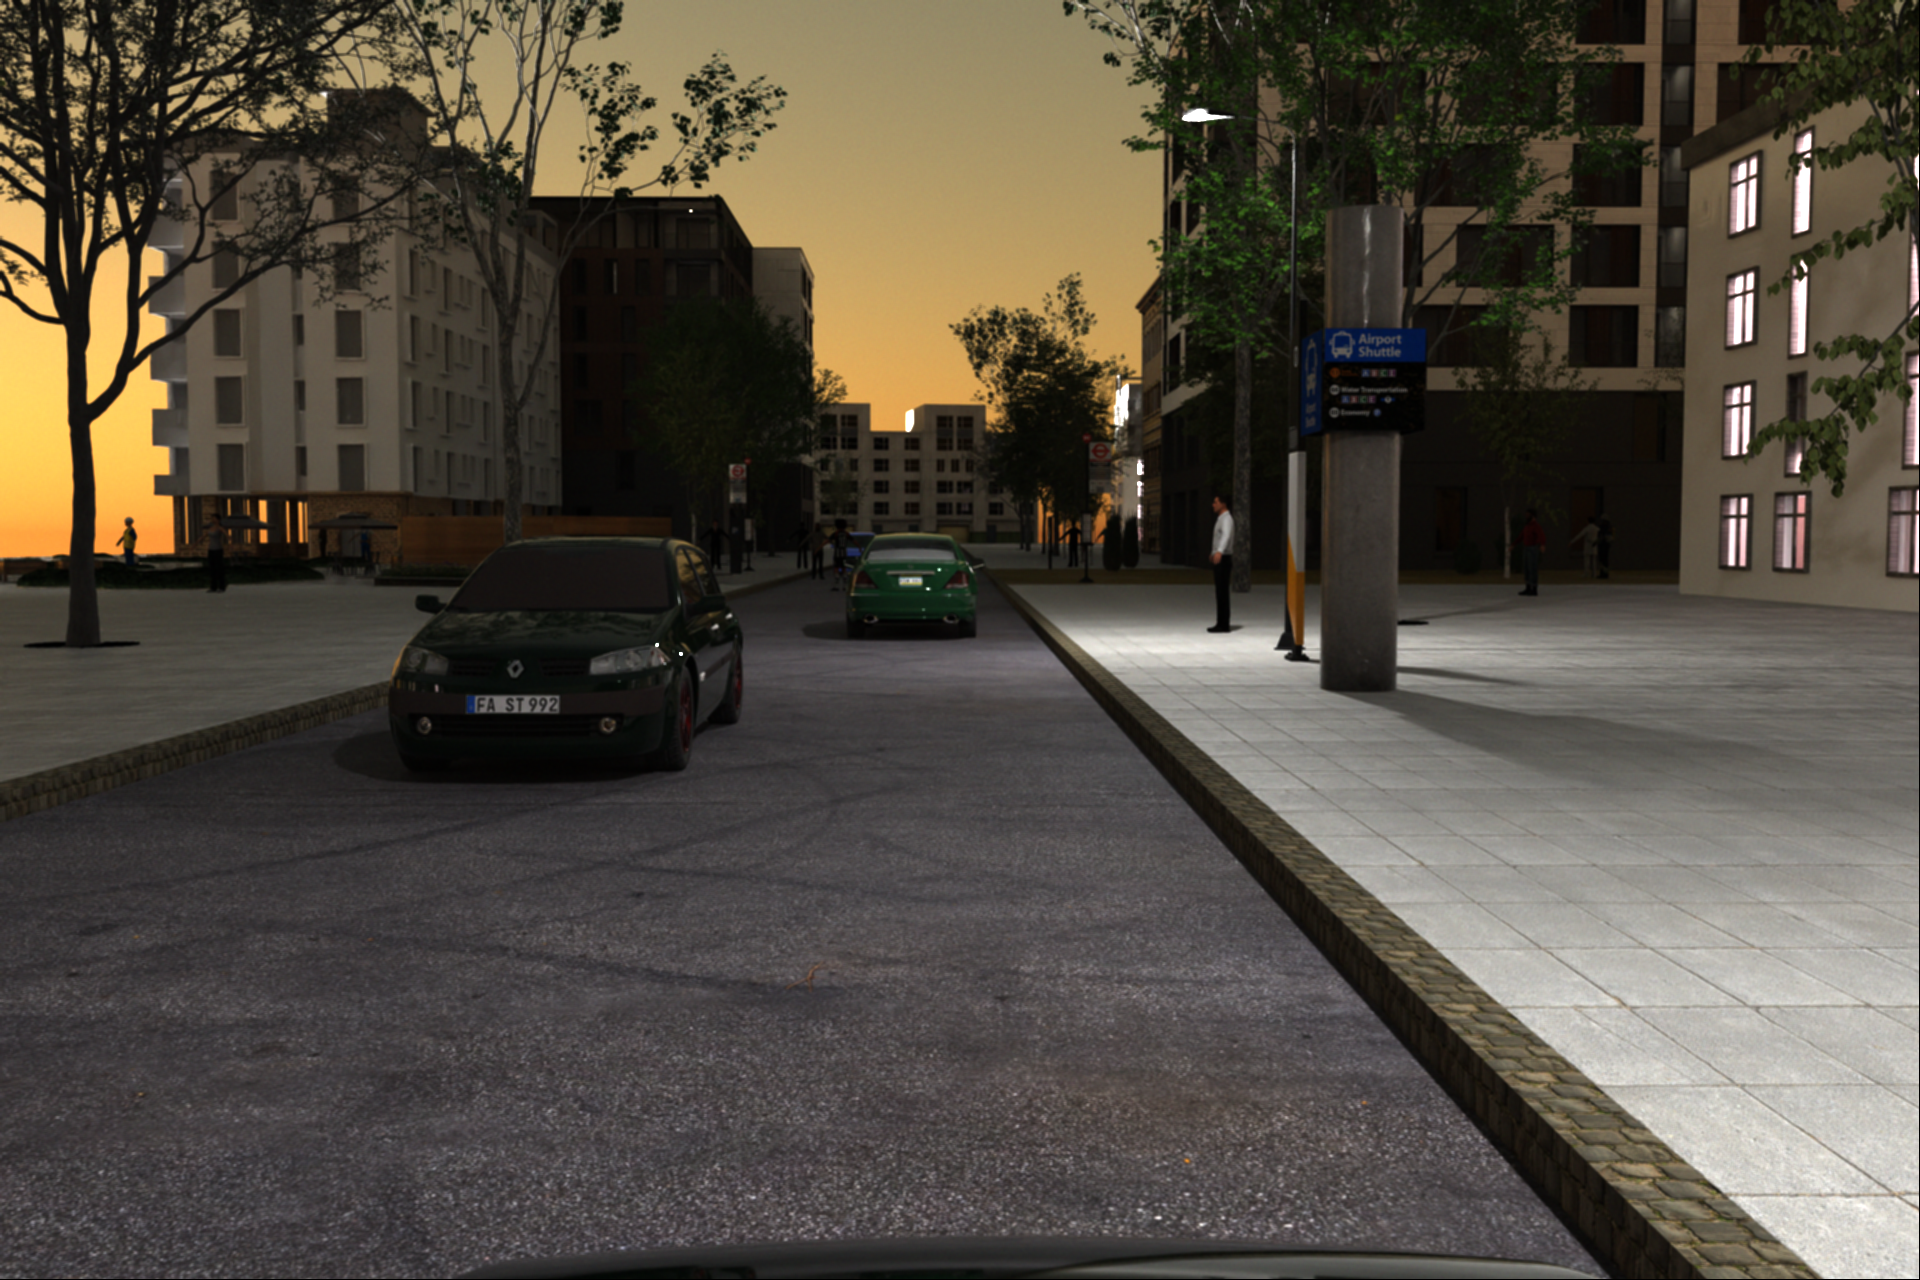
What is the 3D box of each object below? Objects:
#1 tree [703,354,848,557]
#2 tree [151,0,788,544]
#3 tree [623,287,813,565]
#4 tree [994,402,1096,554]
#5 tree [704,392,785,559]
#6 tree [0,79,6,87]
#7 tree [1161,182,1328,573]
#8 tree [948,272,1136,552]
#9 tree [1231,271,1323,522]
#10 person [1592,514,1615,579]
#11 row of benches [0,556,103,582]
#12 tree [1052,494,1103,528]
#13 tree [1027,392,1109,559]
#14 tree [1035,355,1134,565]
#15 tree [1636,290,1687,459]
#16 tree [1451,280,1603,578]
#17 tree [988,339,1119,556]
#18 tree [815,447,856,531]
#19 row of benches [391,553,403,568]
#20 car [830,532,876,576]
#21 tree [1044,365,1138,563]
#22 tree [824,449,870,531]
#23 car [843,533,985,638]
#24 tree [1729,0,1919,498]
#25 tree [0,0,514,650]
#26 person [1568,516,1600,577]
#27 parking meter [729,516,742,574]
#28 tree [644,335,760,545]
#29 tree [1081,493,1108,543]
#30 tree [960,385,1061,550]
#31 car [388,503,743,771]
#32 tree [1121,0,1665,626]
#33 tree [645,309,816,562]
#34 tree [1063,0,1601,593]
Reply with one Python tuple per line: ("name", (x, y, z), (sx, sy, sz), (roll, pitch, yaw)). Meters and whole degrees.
("tree", (-10.426, -10.468, 96.911), (9.928, 11.665, 9.643), (0, 3, 0))
("tree", (-9.861, -11.023, 36.118), (12.611, 20.169, 13.585), (0, 3, 0))
("tree", (-10.134, -8.934, 71.833), (9.928, 11.665, 9.643), (0, 3, 0))
("tree", (5.672, -10.805, 111.070), (7.601, 10.594, 8.767), (-2, 4, -32))
("tree", (-10.629, -8.405, 87.786), (4.737, 8.622, 4.395), (0, 3, 0))
("tree", (-9.348, -5.538, 8.671), (7.486, 12.596, 7.792), (0, 3, 0))
("tree", (10.366, -8.476, 56.712), (7.486, 12.596, 7.792), (0, 3, 0))
("tree", (5.885, -16.501, 125.674), (12.611, 20.169, 13.585), (0, 3, 0))
("tree", (9.269, -6.027, 48.904), (4.360, 8.622, 3.978), (0, 3, 0))
("person", (18.562, -2.704, 49.986), (0.705, 1.856, 1.354), (0, 4, 3))
("row of benches", (-25.663, -1.943, 47.227), (4.104, 0.672, 1.422), (-3, 5, -42))
("tree", (16.331, -19.829, 242.336), (7.486, 12.596, 7.792), (0, 3, 0))
("tree", (5.146, -8.488, 89.144), (4.360, 8.622, 3.978), (0, 3, 0))
("tree", (5.481, -7.376, 70.960), (4.360, 8.622, 3.978), (0, 3, 0))
("tree", (22.497, -6.279, 53.026), (4.360, 8.622, 3.978), (0, 3, 0))
("tree", (15.971, -6.091, 49.954), (4.737, 8.622, 4.395), (0, 3, 0))
("tree", (5.537, -11.223, 101.618), (7.486, 12.596, 7.792), (0, 3, 0))
("tree", (-10.025, -11.809, 143.446), (4.360, 8.622, 3.978), (0, 3, 0))
("row of benches", (-17.228, -2.631, 58.479), (4.104, 0.672, 1.422), (-3, 4, -36))
("car", (-3.451, -3.050, 59.457), (1.945, 1.707, 3.694), (0, 4, -1))
("tree", (5.128, -7.703, 76.301), (4.360, 8.622, 3.978), (0, 3, 0))
("tree", (-10.067, -12.174, 149.404), (4.360, 8.622, 3.978), (0, 3, 0))
("car", (-0.680, -0.833, 25.420), (2.131, 1.459, 4.920), (0, 4, -1))
("tree", (6.084, -3.636, 9.819), (4.737, 8.622, 4.395), (0, 3, 0))
("tree", (-9.883, -6.672, 19.449), (12.009, 13.543, 11.850), (0, 3, 0))
("person", (18.719, -2.770, 51.483), (1.347, 1.806, 0.705), (-1, 4, -14))
("parking meter", (-7.250, -3.067, 55.859), (0.399, 1.863, 0.255), (0, 4, 0))
("tree", (-9.810, -7.023, 65.195), (4.737, 8.622, 4.395), (0, 3, 0))
("tree", (18.061, -17.447, 235.619), (4.737, 8.622, 4.395), (0, 3, 0))
("tree", (5.008, -14.196, 142.473), (12.009, 13.543, 11.850), (0, 3, 0))
("car", (-2.511, -0.118, 11.719), (2.009, 1.686, 4.222), (0, 4, 0))
("tree", (6.063, -6.041, 24.519), (9.928, 11.665, 9.643), (0, 3, 0))
("tree", (-10.373, -9.436, 80.041), (9.928, 11.665, 9.643), (0, 3, 0))
("tree", (7.366, -11.051, 36.581), (12.611, 20.169, 13.585), (0, 3, 0))
